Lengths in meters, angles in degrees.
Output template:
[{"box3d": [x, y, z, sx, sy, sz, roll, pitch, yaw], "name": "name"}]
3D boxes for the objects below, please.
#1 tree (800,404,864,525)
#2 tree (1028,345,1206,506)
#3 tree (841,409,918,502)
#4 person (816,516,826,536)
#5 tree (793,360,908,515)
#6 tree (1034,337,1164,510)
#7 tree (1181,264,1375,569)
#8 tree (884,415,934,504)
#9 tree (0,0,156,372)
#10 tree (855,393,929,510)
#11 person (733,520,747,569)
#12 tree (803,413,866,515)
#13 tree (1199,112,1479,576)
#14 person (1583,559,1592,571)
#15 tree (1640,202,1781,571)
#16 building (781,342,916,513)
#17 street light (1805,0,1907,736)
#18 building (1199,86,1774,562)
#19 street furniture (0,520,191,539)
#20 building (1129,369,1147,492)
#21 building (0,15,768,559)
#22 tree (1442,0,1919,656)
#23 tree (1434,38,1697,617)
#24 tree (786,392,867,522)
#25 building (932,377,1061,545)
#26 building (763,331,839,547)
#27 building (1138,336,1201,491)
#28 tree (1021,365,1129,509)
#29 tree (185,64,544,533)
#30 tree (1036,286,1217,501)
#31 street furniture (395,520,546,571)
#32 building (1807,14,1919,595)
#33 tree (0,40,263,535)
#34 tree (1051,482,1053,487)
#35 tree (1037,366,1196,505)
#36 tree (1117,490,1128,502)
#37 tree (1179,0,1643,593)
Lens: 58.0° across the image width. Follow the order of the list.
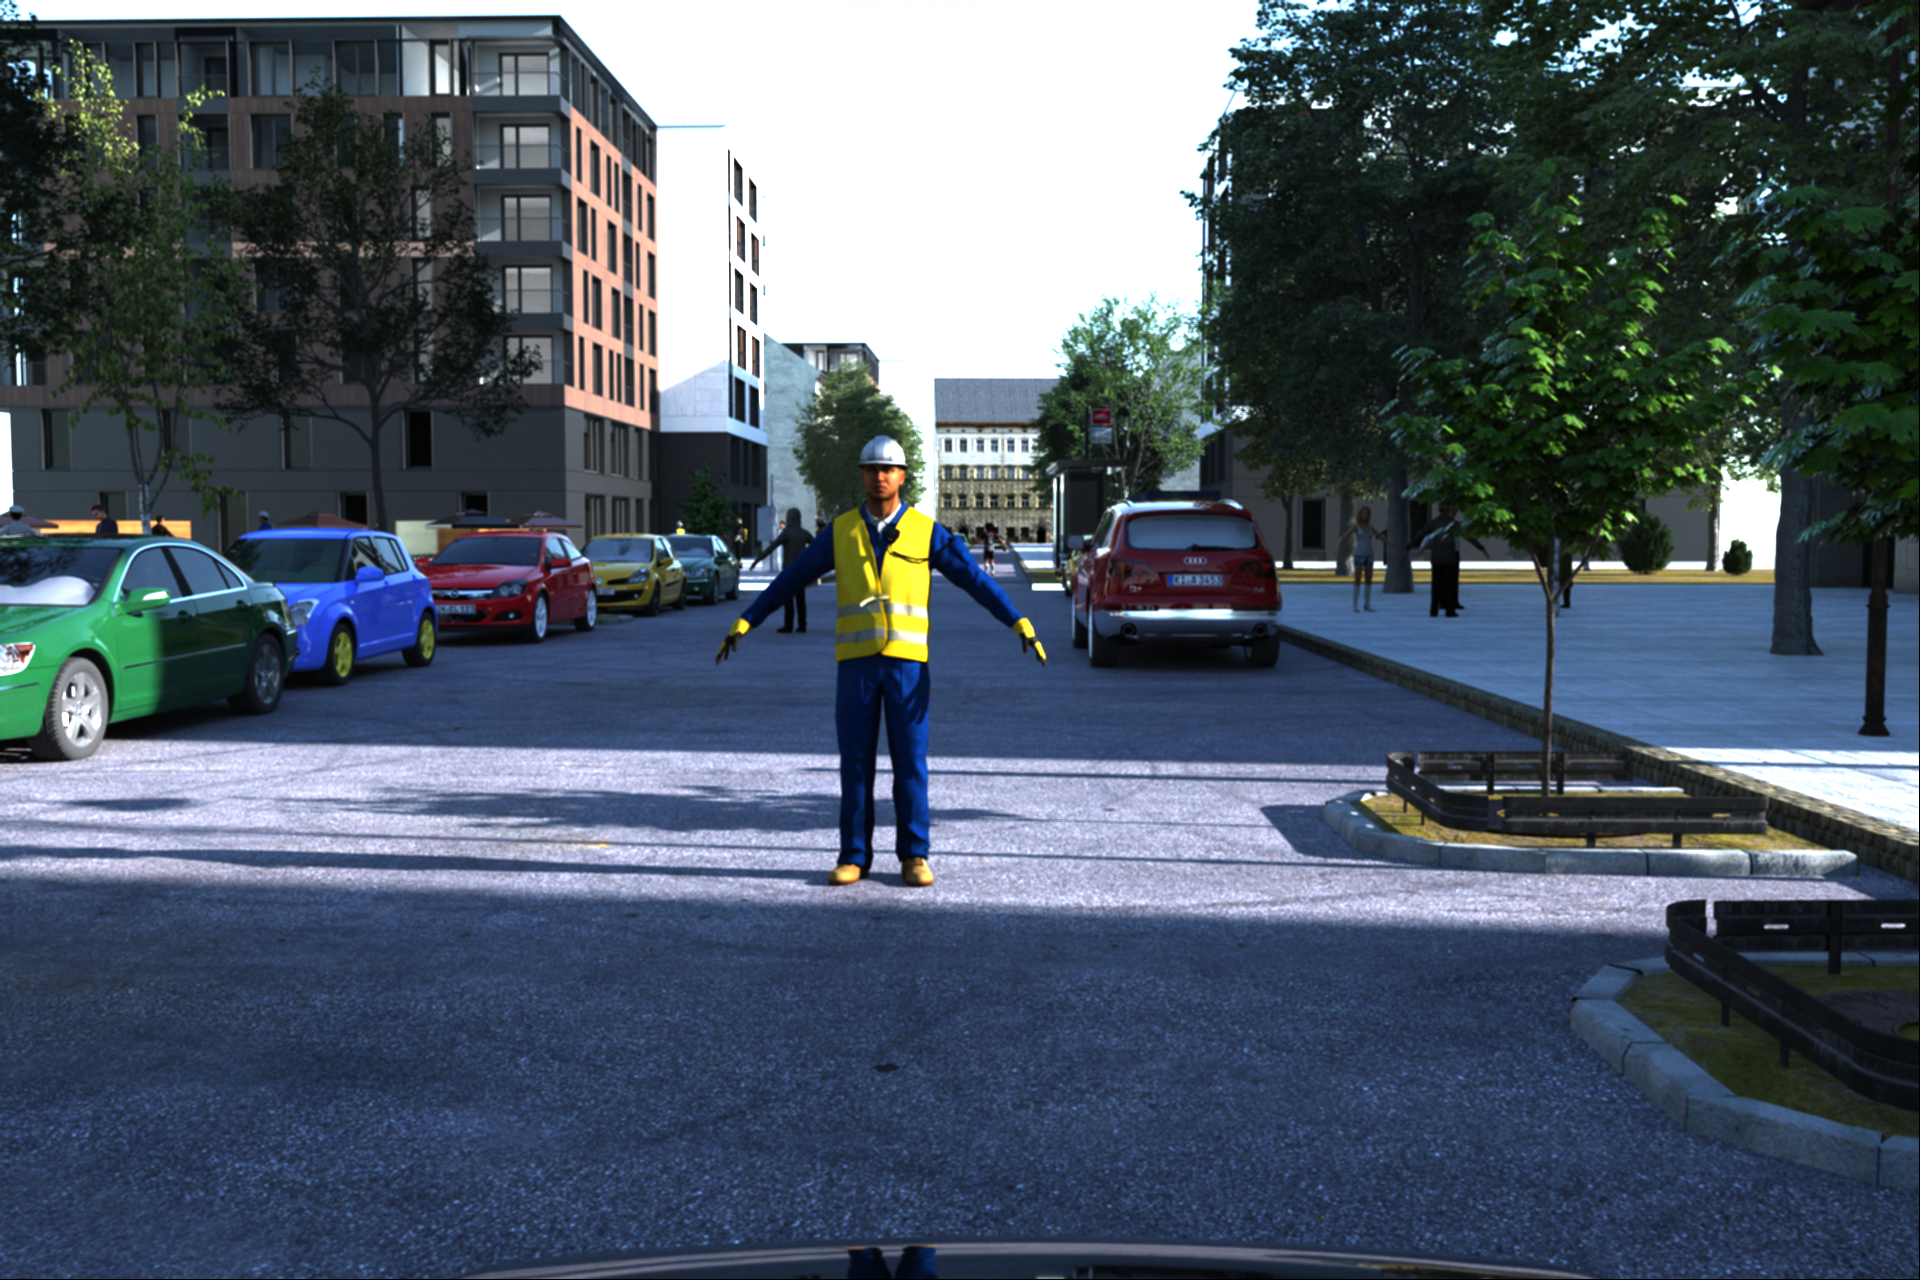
[{"box3d": [-7.591, -9.061, 98.505, 4.360, 8.622, 3.978, 0, 3, 0], "name": "tree"}, {"box3d": [7.482, -9.074, 82.779, 8.767, 10.594, 7.601, 0, 4, 2], "name": "tree"}, {"box3d": [-6.504, -11.624, 124.458, 7.601, 10.594, 8.767, -1, 4, -8], "name": "tree"}, {"box3d": [-4.550, -3.099, 56.432, 0.705, 1.858, 1.354, -1, 4, -16], "name": "person"}, {"box3d": [-7.350, -11.935, 113.258, 7.486, 12.596, 7.792, 0, 3, 0], "name": "tree"}, {"box3d": [7.961, -11.139, 100.242, 7.486, 12.596, 7.792, 0, 3, 0], "name": "tree"}, {"box3d": [11.902, -8.388, 62.906, 9.928, 11.665, 9.643, 0, 3, 0], "name": "tree"}, {"box3d": [-6.143, -13.720, 150.082, 9.928, 11.665, 9.643, 0, 3, 0], "name": "tree"}, {"box3d": [-12.510, -5.133, 18.329, 7.601, 10.594, 8.767, -2, 4, -33], "name": "tree"}, {"box3d": [-5.953, -13.560, 139.840, 7.486, 12.596, 7.792, 0, 3, 0], "name": "tree"}, {"box3d": [-8.142, -3.533, 63.545, 0.705, 1.856, 1.354, 0, 4, -1], "name": "person"}, {"box3d": [-6.937, -9.461, 105.056, 4.360, 8.622, 3.978, 0, 3, 0], "name": "tree"}, {"box3d": [11.828, -8.949, 52.972, 9.857, 13.997, 8.962, 0, 3, 0], "name": "tree"}, {"box3d": [21.934, -3.128, 60.416, 0.599, 1.433, 0.991, -1, 4, -12], "name": "person"}, {"box3d": [26.498, -8.667, 59.830, 7.486, 12.596, 7.792, 0, 3, 0], "name": "tree"}, {"box3d": [-20.022, -21.847, 201.176, 27.936, 21.610, 32.646, 0, 4, 2], "name": "building"}, {"box3d": [5.840, -2.330, 10.889, 0.468, 5.910, 1.993, 0, 4, 2], "name": "street light"}, {"box3d": [27.029, -15.408, 95.894, 27.936, 21.610, 32.646, 0, 4, 2], "name": "building"}, {"box3d": [-29.853, -3.071, 57.057, 11.010, 1.723, 9.812, 3, 4, 36], "name": "street furniture"}, {"box3d": [28.434, -20.000, 193.462, 16.747, 18.905, 31.486, 0, 4, 1], "name": "building"}, {"box3d": [-25.703, -14.754, 85.203, 27.936, 21.610, 32.646, 0, 4, 2], "name": "building"}, {"box3d": [8.661, -6.094, 17.766, 7.486, 12.596, 7.792, 0, 3, 0], "name": "tree"}, {"box3d": [9.092, -4.644, 26.296, 4.360, 8.622, 3.978, 0, 3, 0], "name": "tree"}, {"box3d": [-7.409, -8.530, 89.823, 4.360, 8.622, 3.978, 0, 3, 0], "name": "tree"}, {"box3d": [5.339, -24.957, 241.434, 18.063, 23.208, 19.493, 0, 4, -2], "name": "building"}, {"box3d": [-22.332, -20.821, 171.357, 19.493, 23.208, 18.063, 0, 4, 2], "name": "building"}, {"box3d": [27.572, -20.569, 167.225, 19.493, 23.208, 18.063, 0, 4, 1], "name": "building"}, {"box3d": [7.960, -12.120, 116.292, 7.486, 12.596, 7.792, 0, 3, 0], "name": "tree"}, {"box3d": [-12.162, -6.176, 35.384, 7.601, 10.594, 8.767, -1, 4, -17], "name": "tree"}, {"box3d": [7.102, -9.040, 73.566, 9.928, 11.665, 9.643, 0, 3, 0], "name": "tree"}, {"box3d": [-17.352, -3.165, 58.603, 9.812, 1.723, 11.010, 3, 5, 42], "name": "street furniture"}, {"box3d": [29.199, -13.499, 22.865, 24.374, 26.755, 37.873, 0, 4, 2], "name": "building"}, {"box3d": [-12.509, -4.644, 26.287, 4.737, 8.622, 4.395, 0, 3, 0], "name": "tree"}, {"box3d": [9.523, -11.907, 145.048, 4.360, 8.622, 3.978, 0, 3, 0], "name": "tree"}, {"box3d": [8.293, -9.638, 91.996, 8.767, 10.594, 7.601, 0, 4, 3], "name": "tree"}, {"box3d": [23.874, -18.428, 235.704, 7.601, 10.594, 8.767, 0, 4, -2], "name": "tree"}, {"box3d": [9.668, -7.997, 37.414, 9.857, 13.997, 8.962, 0, 3, 0], "name": "tree"}]
